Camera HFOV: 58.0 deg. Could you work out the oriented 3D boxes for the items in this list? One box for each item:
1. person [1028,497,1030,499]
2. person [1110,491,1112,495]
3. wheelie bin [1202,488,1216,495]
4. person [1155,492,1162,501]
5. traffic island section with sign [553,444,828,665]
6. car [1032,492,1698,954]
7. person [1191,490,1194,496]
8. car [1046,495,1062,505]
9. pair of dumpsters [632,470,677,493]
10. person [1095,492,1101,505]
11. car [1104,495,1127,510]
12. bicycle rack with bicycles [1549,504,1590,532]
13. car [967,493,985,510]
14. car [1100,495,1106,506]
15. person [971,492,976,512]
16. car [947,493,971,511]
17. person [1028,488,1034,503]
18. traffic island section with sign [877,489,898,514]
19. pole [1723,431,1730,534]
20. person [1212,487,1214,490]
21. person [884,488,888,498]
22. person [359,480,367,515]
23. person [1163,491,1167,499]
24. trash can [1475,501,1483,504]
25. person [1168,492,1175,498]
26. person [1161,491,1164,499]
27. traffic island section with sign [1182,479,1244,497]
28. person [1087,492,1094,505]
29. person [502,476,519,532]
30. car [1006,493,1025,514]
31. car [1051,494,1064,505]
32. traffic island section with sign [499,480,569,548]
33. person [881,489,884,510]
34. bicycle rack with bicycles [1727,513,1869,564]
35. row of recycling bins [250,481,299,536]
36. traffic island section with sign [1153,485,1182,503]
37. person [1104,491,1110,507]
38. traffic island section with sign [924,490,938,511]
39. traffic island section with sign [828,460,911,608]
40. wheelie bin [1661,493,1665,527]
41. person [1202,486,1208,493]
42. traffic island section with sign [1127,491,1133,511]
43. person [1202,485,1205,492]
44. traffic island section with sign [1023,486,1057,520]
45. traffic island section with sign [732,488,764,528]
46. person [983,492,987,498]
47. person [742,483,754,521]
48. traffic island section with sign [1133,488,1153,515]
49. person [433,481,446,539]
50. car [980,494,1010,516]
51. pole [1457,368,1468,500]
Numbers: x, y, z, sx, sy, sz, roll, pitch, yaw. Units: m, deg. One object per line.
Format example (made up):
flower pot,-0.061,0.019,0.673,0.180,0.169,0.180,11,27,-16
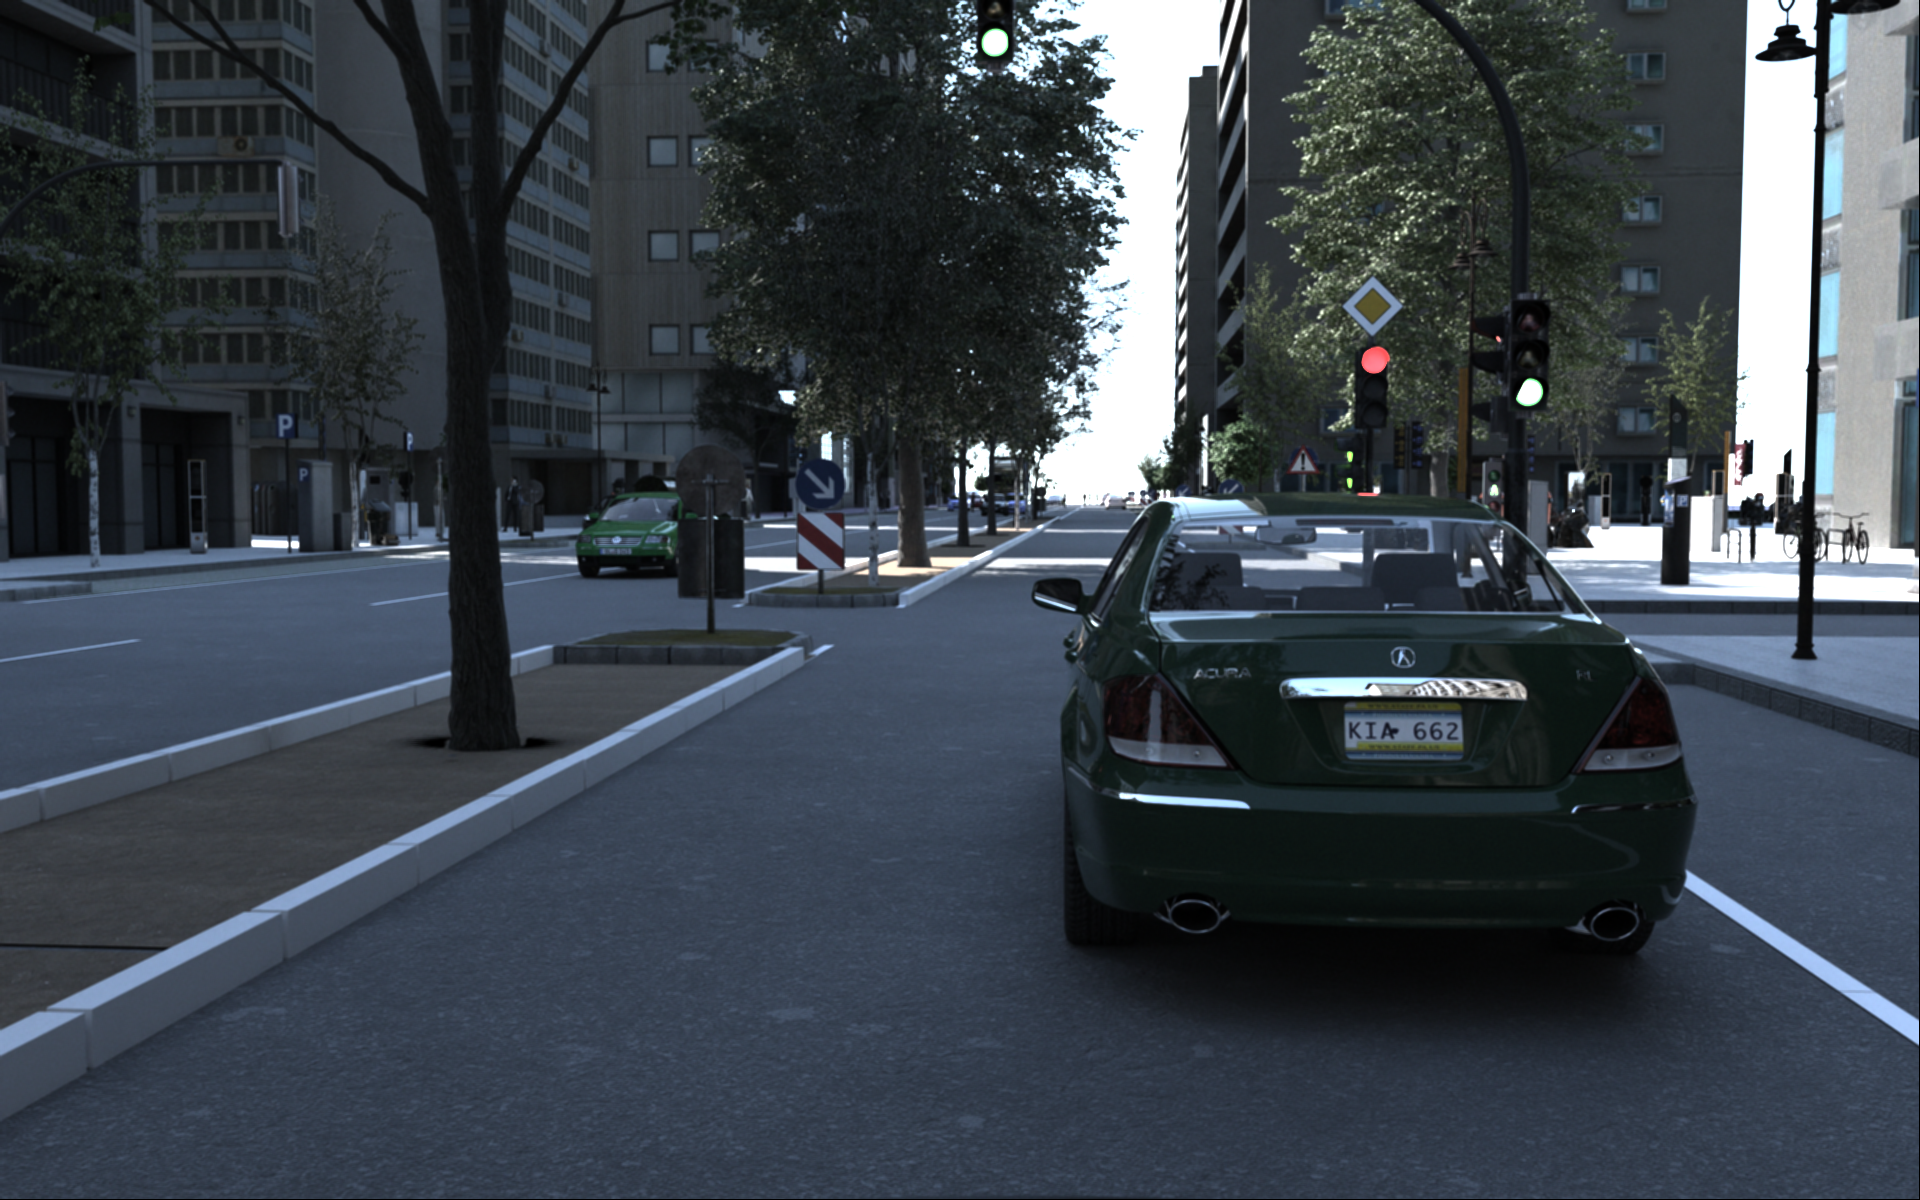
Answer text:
person,8.879,-12.491,215.990,1.065,1.426,0.557,-2,4,-28
person,20.164,-13.645,231.560,0.705,1.831,1.348,1,4,8
wheelie bin,13.260,-5.153,92.163,0.693,1.594,0.980,-2,4,-32
person,23.095,-12.065,203.266,1.348,1.831,0.705,2,4,29
traffic island section with sign,-2.355,-0.443,15.375,2.006,1.907,1.989,0,4,5
car,1.332,0.301,6.873,2.131,1.459,4.920,0,4,4
person,23.098,-10.165,173.035,0.445,1.727,0.742,3,5,39
car,12.131,-12.885,223.033,2.083,1.381,4.827,0,4,5
pair of dumpsters,-11.857,-4.077,69.152,1.574,2.255,4.437,0,4,5
person,18.553,-13.706,233.386,0.721,1.735,1.217,3,5,40
car,14.400,-9.045,160.248,2.083,1.381,4.827,0,4,4
bicycle rack with bicycles,17.849,-2.451,53.449,2.925,0.926,2.852,1,4,22
car,1.240,-9.129,158.293,2.155,1.783,4.494,0,4,5
car,18.056,-12.182,211.539,2.083,1.381,4.827,0,4,5
person,1.101,-7.918,139.424,0.415,1.643,0.593,-1,4,-15
car,-0.063,-8.332,145.823,1.945,1.707,3.694,0,4,6
person,4.548,-6.198,109.843,0.705,1.823,1.348,0,4,-8
traffic island section with sign,-5.262,-6.984,122.821,1.989,1.847,2.006,0,4,5
pole,24.805,-3.805,56.062,0.158,3.312,0.155,0,3,0
person,16.659,-6.595,114.590,1.217,1.735,0.721,-2,4,-29
person,-6.629,-9.030,153.548,0.599,1.838,0.709,2,4,31
person,-18.881,-2.998,55.235,0.728,1.800,0.709,3,5,43
person,28.662,-14.386,241.917,0.551,1.740,0.621,-1,4,-8
trash can,10.274,-1.405,34.633,0.748,1.137,0.748,0,3,0
person,23.665,-11.510,194.950,1.217,1.735,0.721,3,4,36
person,28.672,-14.559,244.084,1.348,1.824,0.705,-2,4,-28
traffic island section with sign,6.900,-2.235,45.166,1.989,1.847,2.006,0,4,5
person,16.973,-13.280,226.352,1.217,1.735,0.721,0,4,0
person,-15.197,-3.264,58.771,0.648,1.900,0.474,0,4,5
car,3.919,-6.941,123.077,1.945,1.707,3.694,0,4,5
car,12.862,-13.346,228.430,2.015,1.641,3.980,0,4,5
traffic island section with sign,-11.663,-2.324,46.630,1.989,1.847,2.006,0,4,5
person,-6.325,-8.129,139.893,0.436,1.711,0.756,3,5,40
bicycle rack with bicycles,15.874,-1.205,33.085,2.852,0.926,2.925,1,4,19
row of recycling bins,-21.672,-2.896,54.459,1.069,1.692,3.534,-3,4,-38
traffic island section with sign,9.173,-3.889,72.215,1.989,1.847,2.006,0,4,5
person,16.939,-11.608,198.963,0.551,1.740,0.621,-3,5,-41
traffic island section with sign,-2.933,-8.687,150.663,1.989,1.847,2.006,0,4,5
traffic island section with sign,-1.726,-0.894,22.756,2.006,1.907,1.989,0,4,5
wheelie bin,24.929,-3.203,60.276,0.980,1.594,0.693,0,4,2
person,16.037,-6.518,112.695,1.350,1.814,0.705,1,4,22
traffic island section with sign,15.591,-8.569,148.739,1.989,1.847,2.006,0,4,5
person,16.455,-6.832,117.382,0.705,1.869,1.348,0,4,2
traffic island section with sign,4.550,-5.474,97.633,2.006,1.907,1.989,0,4,5
traffic island section with sign,-9.405,-3.967,73.491,1.989,1.847,2.006,0,4,5
person,3.182,-12.907,220.443,0.541,1.710,0.530,1,4,16
person,-10.248,-4.703,83.156,0.478,1.798,0.641,3,4,37
traffic island section with sign,13.295,-6.896,121.380,1.989,1.847,2.006,0,4,5
person,-14.975,-2.649,49.904,0.362,1.759,0.519,-1,4,-12
car,2.324,-6.378,114.065,2.009,1.686,4.222,0,4,4
pole,8.181,-2.101,28.188,0.158,3.312,0.155,0,3,0
